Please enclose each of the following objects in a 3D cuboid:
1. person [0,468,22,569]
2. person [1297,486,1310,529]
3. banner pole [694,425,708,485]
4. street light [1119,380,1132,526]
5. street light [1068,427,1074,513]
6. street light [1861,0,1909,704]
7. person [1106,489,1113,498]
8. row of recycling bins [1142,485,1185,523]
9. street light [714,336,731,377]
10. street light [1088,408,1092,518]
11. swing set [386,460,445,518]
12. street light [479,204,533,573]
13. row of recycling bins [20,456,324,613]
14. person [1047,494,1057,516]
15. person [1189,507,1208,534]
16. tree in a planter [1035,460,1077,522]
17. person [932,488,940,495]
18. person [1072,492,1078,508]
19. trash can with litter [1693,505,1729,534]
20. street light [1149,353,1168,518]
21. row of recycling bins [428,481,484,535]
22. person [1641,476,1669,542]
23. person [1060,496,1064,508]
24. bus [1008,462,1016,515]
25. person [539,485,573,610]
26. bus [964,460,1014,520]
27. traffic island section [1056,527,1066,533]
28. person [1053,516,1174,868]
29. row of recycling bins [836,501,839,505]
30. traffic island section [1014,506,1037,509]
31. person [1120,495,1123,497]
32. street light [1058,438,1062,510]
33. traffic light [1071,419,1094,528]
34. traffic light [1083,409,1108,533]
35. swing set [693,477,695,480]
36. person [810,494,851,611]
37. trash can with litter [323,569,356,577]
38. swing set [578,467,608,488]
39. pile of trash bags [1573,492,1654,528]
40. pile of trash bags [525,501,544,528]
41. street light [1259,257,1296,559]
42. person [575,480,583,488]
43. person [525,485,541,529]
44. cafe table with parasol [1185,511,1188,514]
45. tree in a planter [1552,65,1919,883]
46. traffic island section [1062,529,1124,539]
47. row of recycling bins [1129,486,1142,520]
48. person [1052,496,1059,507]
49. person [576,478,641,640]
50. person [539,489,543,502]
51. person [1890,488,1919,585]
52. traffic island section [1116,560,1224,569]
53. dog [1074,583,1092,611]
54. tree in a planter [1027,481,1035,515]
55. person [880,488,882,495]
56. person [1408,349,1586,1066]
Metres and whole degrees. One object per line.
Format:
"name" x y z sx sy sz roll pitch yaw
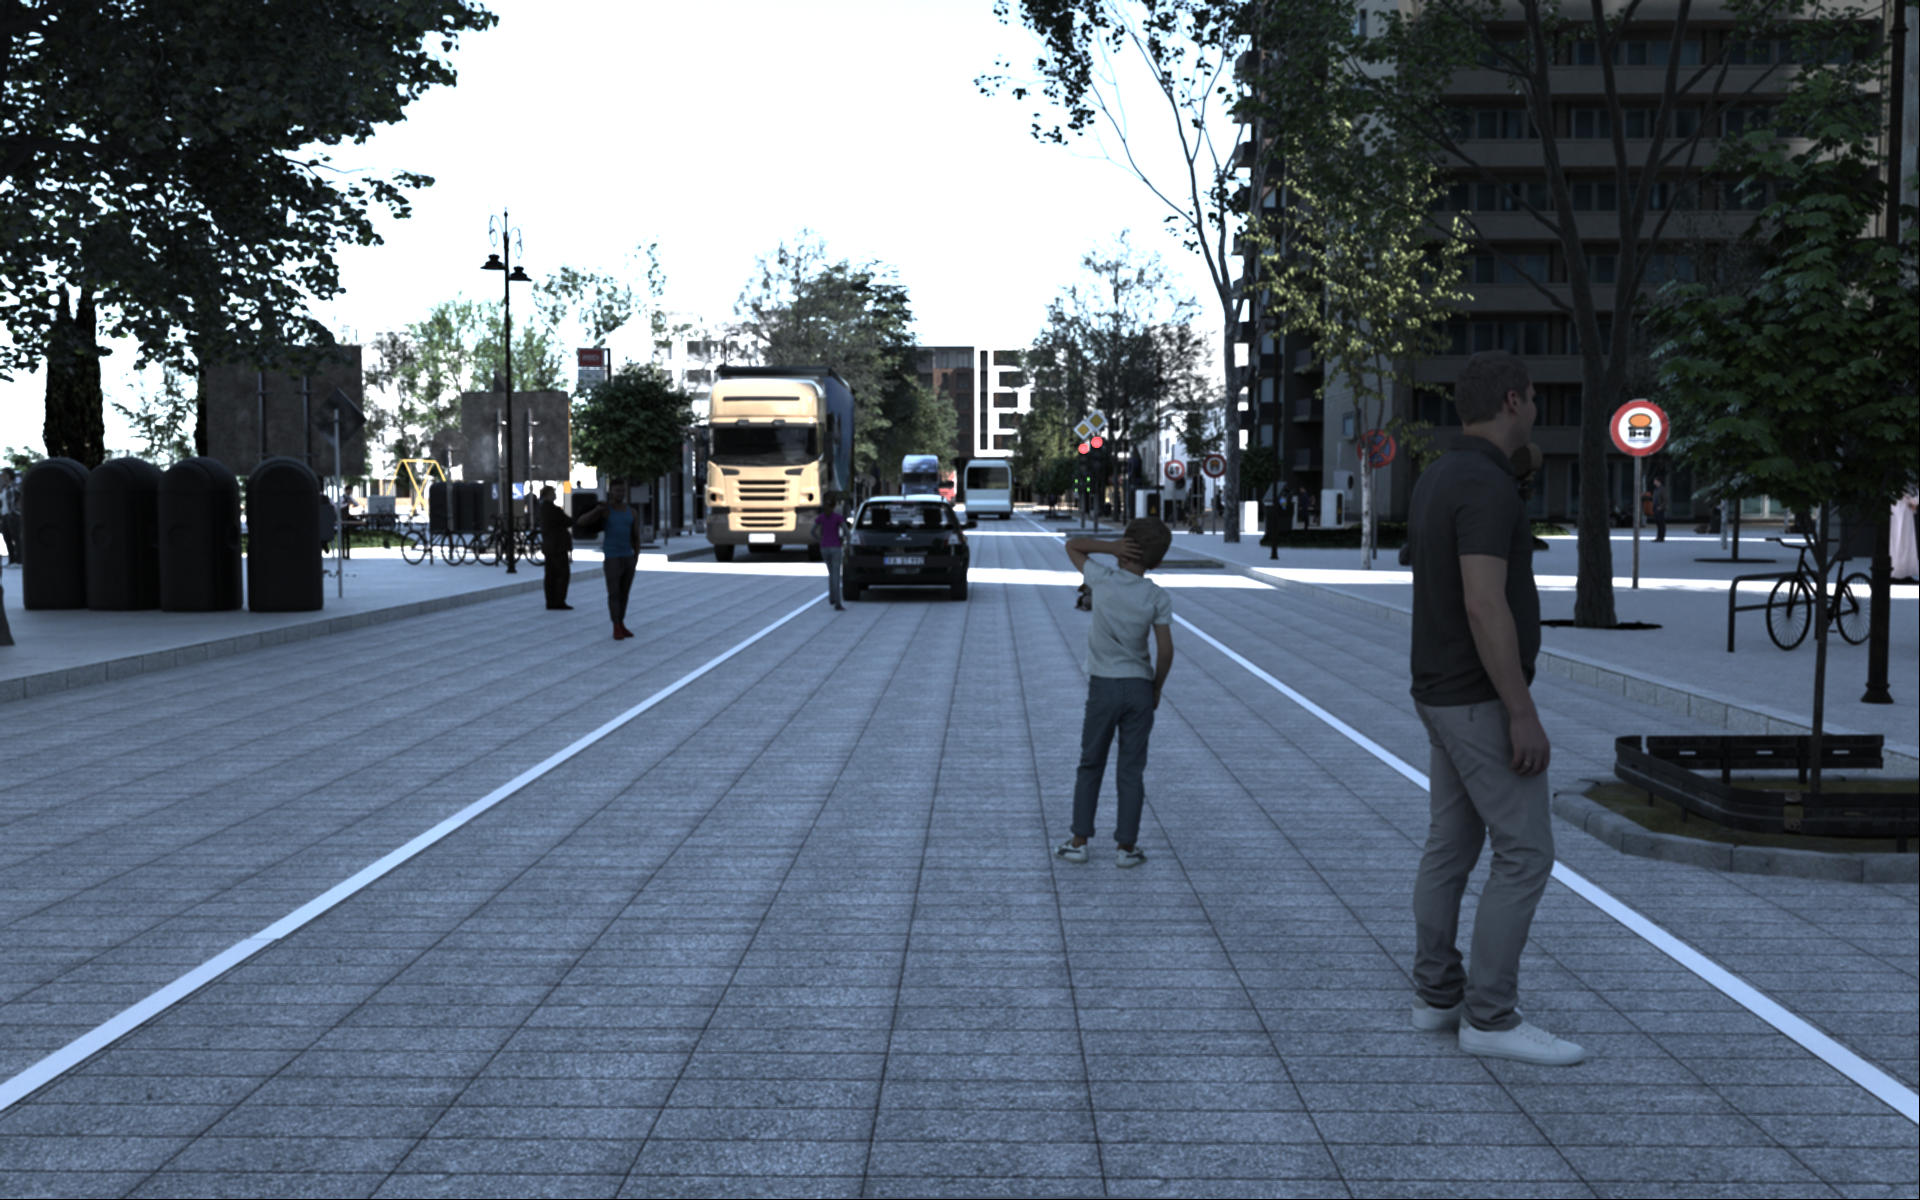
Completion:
"person" -16.364 -1.416 29.919 0.841 1.734 0.376 3 5 40
"person" 12.409 -3.272 62.707 0.504 1.737 0.576 1 4 9
"banner pole" -8.068 -3.988 55.218 0.863 3.779 0.401 -1 4 -16
"street light" 6.733 -5.979 70.542 0.468 5.910 1.993 0 4 1
"street light" 7.471 -8.792 116.529 0.468 5.910 1.993 0 4 1
"street light" 5.649 -2.306 10.489 0.468 5.910 1.993 0 4 1
"person" 14.708 -10.001 169.541 0.705 1.826 1.348 -1 4 -20
"row of recycling bins" 9.568 -4.434 79.606 1.069 1.692 3.534 2 4 25
"street light" -6.877 -4.777 50.889 0.468 5.910 1.993 0 4 1
"street light" 7.050 -7.399 93.756 0.468 5.910 1.993 0 4 1
"swing set" -25.170 -5.064 80.409 2.862 2.851 3.119 1 4 13
"street light" -7.287 -3.375 27.962 0.468 5.910 1.993 0 4 1
"row of recycling bins" -8.788 -0.743 19.267 3.534 1.692 1.069 1 4 9
"person" 5.467 -5.680 102.195 0.655 1.722 0.431 0 4 1
"person" 7.640 -2.544 55.562 0.347 0.859 0.695 -3 5 -42
"tree in a planter" 5.084 -5.678 90.062 1.991 3.239 1.994 0 4 1
"person" -1.604 -6.517 115.200 0.875 1.805 0.789 -1 4 -17
"person" 10.741 -9.378 159.357 0.705 1.826 1.348 -3 5 -42
"trash can with litter" 24.174 -2.716 55.796 0.624 1.170 1.055 -3 4 -38
"street light" 6.495 -5.135 56.742 0.468 5.910 1.993 0 4 1
"row of recycling bins" -16.082 -3.015 56.407 1.069 1.692 3.534 1 4 14
"person" 18.545 -2.435 46.379 0.750 1.759 0.617 1 4 14
"person" 9.676 -9.627 163.454 0.705 1.824 1.348 1 4 16
"bus" 2.592 -8.109 124.126 2.896 3.916 12.252 0 4 1
"person" -5.027 -0.660 21.553 0.388 1.546 0.482 -2 4 -35
"bus" 1.687 -6.455 100.403 2.948 3.499 13.247 0 4 2
"traffic island section" 4.652 -2.627 65.238 2.009 0.180 2.903 0 4 1
"person" 0.594 0.348 6.723 0.435 1.345 0.340 0 4 -3
"row of recycling bins" -7.651 -4.789 85.416 3.534 1.692 1.069 -1 4 -13
"traffic island section" 6.421 -8.825 167.161 1.991 0.108 1.994 0 4 1
"person" 13.678 -8.275 142.127 1.217 1.735 0.721 -1 4 -12
"street light" 8.023 -10.185 139.318 0.468 5.910 1.993 0 4 1
"traffic light" 4.613 -4.661 65.125 0.839 4.253 0.868 0 4 1
"traffic light" 4.474 -4.172 57.141 0.839 4.253 0.868 0 4 1
"swing set" -19.404 -7.252 116.196 2.862 2.851 3.119 1 4 9
"person" -1.560 -0.595 21.463 0.726 1.435 0.776 1 4 12
"trash can with litter" -10.364 -1.013 27.616 1.678 1.210 2.233 -1 4 -9
"swing set" -20.829 -6.386 102.034 3.119 2.851 2.862 -2 4 -27
"pile of trash bags" 25.198 -3.436 65.924 3.447 1.369 1.912 -2 4 -25
"pile of trash bags" -15.811 -3.468 66.462 3.447 1.369 1.912 0 4 5
"street light" 6.197 -3.742 33.967 0.468 5.910 1.993 0 4 1
"person" -14.192 -3.578 64.663 0.434 1.807 0.598 3 4 39
"person" -15.247 -3.222 61.730 0.990 1.755 0.434 2 4 34
"cafe table with parasol" 14.510 -6.650 113.591 2.610 1.966 2.610 0 4 5
"tree in a planter" 3.642 -0.615 7.270 1.991 3.239 1.994 0 4 1
"traffic island section" 4.514 -2.139 57.254 2.009 0.180 2.903 0 4 1
"row of recycling bins" 9.545 -4.954 88.106 1.069 1.692 3.534 2 4 26
"person" 9.290 -10.106 170.905 0.705 1.869 1.348 -3 5 -41
"person" -3.462 -0.422 17.274 0.647 1.594 0.662 -3 5 -44
"person" -19.345 -4.356 79.813 0.613 1.512 0.480 -3 5 -41
"person" 13.389 -1.090 24.542 0.621 1.740 0.551 0 4 6
"traffic island section" 4.120 -0.700 34.305 1.991 0.108 1.994 0 4 1
"dog" 1.652 -0.082 21.536 0.550 0.427 0.748 3 5 41
"tree in a planter" 5.552 -7.326 117.002 1.991 3.239 1.994 0 4 1
"person" -6.916 -8.958 152.448 1.348 1.831 0.705 -2 4 -34
"person" 1.396 0.250 4.533 0.434 1.807 0.598 1 4 10
